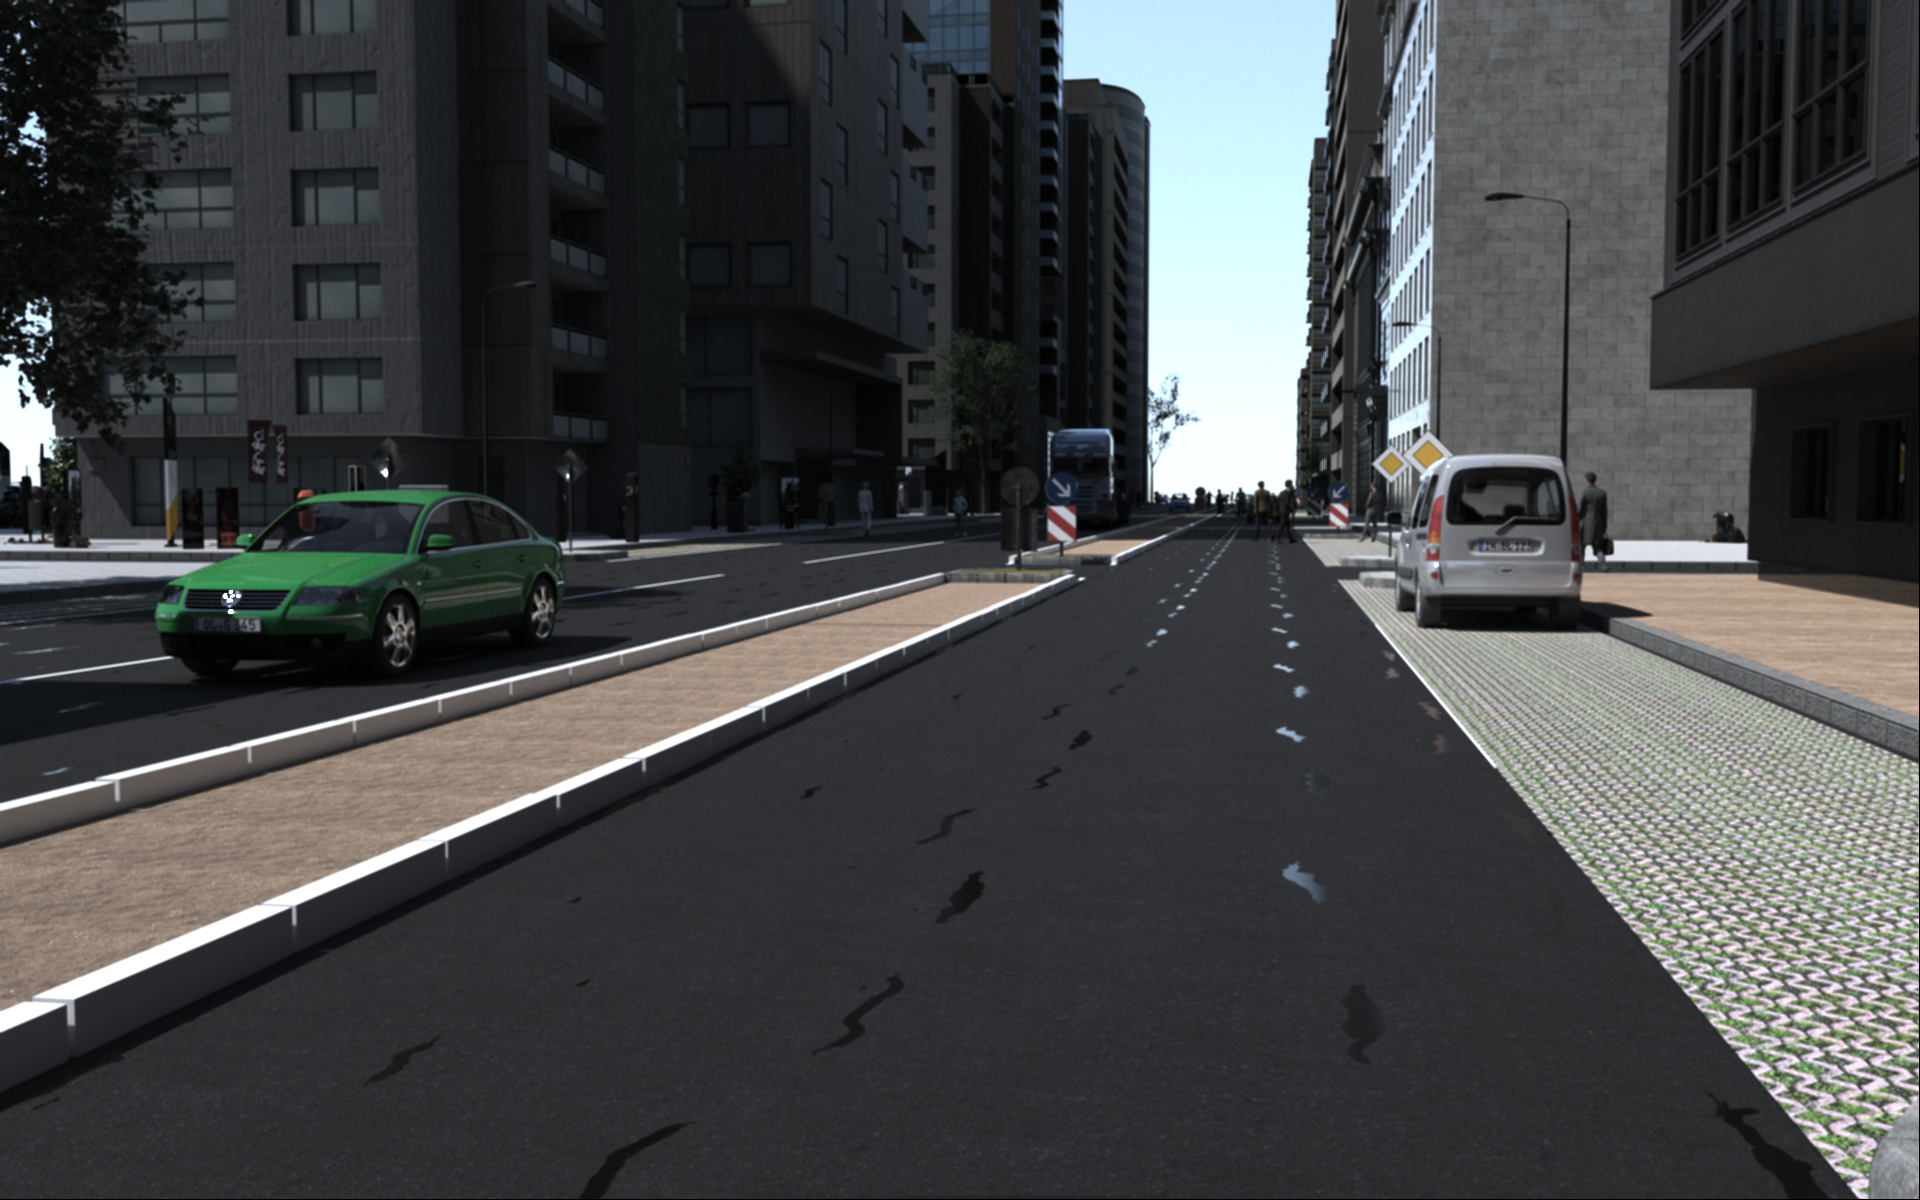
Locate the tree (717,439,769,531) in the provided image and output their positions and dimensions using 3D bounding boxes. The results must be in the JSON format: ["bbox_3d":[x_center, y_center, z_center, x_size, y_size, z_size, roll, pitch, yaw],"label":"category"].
[{"bbox_3d":[-7.760,-4.040,60.658,1.663,3.219,1.824,0,3,0],"label":"tree"}]

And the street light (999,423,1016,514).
[{"bbox_3d":[3.282,-8.631,113.650,1.470,5.913,1.316,1,4,10],"label":"street light"}]

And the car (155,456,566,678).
[{"bbox_3d":[-4.999,-0.380,15.006,1.959,1.807,4.718,1,4,10],"label":"car"}]

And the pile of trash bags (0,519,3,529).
[{"bbox_3d":[-35.571,-3.368,64.821,3.447,1.369,1.912,3,5,40],"label":"pile of trash bags"}]

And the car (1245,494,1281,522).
[{"bbox_3d":[15.653,-4.818,88.990,2.015,1.641,3.980,1,4,12],"label":"car"}]

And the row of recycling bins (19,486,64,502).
[{"bbox_3d":[-52.963,-5.701,100.317,1.069,1.692,3.534,0,4,5],"label":"row of recycling bins"}]

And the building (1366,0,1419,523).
[{"bbox_3d":[24.805,-17.566,73.113,13.634,28.700,20.117,1,4,10],"label":"building"}]

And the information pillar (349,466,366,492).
[{"bbox_3d":[-15.607,-2.471,44.896,0.304,2.012,0.304,2,4,35],"label":"information pillar"}]

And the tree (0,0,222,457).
[{"bbox_3d":[-14.132,-6.391,21.493,9.611,12.733,9.660,0,3,0],"label":"tree"}]

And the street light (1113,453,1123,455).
[{"bbox_3d":[17.723,-13.646,195.648,1.470,5.913,1.316,1,4,10],"label":"street light"}]

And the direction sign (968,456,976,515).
[{"bbox_3d":[0.744,-6.860,104.154,0.379,3.537,0.876,-2,4,-31],"label":"direction sign"}]

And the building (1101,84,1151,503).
[{"bbox_3d":[15.599,-43.171,247.848,21.231,58.520,28.212,1,4,10],"label":"building"}]

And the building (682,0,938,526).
[{"bbox_3d":[-16.730,-30.104,81.443,28.713,52.752,27.495,1,4,10],"label":"building"}]

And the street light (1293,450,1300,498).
[{"bbox_3d":[36.489,-12.942,184.137,1.470,5.913,1.316,1,4,10],"label":"street light"}]

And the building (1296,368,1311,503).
[{"bbox_3d":[62.817,-24.736,249.468,27.650,21.520,28.899,1,4,10],"label":"building"}]

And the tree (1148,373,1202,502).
[{"bbox_3d":[31.184,-25.246,268.662,12.611,20.169,13.585,0,3,0],"label":"tree"}]

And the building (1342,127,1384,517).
[{"bbox_3d":[28.403,-15.535,95.799,13.314,21.916,24.055,1,4,10],"label":"building"}]

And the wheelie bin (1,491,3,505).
[{"bbox_3d":[-38.736,-3.851,70.876,0.980,1.594,0.693,1,4,21],"label":"wheelie bin"}]

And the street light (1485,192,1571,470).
[{"bbox_3d":[8.764,-3.313,26.706,1.470,5.913,1.316,1,4,10],"label":"street light"}]

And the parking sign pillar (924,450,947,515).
[{"bbox_3d":[-1.492,-7.081,104.254,1.447,3.967,1.447,-1,4,-15],"label":"parking sign pillar"}]

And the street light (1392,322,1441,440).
[{"bbox_3d":[12.340,-4.537,46.727,1.470,5.913,1.316,1,4,10],"label":"street light"}]

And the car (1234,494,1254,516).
[{"bbox_3d":[18.928,-6.194,113.069,2.131,1.459,4.920,1,4,10],"label":"car"}]

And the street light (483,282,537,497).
[{"bbox_3d":[-9.933,-4.012,38.129,1.470,5.913,1.316,1,4,10],"label":"street light"}]

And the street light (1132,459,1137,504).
[{"bbox_3d":[23.174,-15.519,226.277,1.470,5.913,1.316,1,4,10],"label":"street light"}]

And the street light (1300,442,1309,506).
[{"bbox_3d":[31.121,-11.067,153.493,1.470,5.913,1.316,1,4,10],"label":"street light"}]

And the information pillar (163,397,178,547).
[{"bbox_3d":[-19.157,-3.100,42.036,0.183,3.616,0.504,0,3,0],"label":"information pillar"}]

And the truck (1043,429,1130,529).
[{"bbox_3d":[5.974,-5.360,77.387,2.967,4.110,18.799,1,4,8],"label":"truck"}]

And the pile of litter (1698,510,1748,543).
[{"bbox_3d":[20.386,-1.949,45.838,1.176,0.858,1.719,-1,4,-11],"label":"pile of litter"}]

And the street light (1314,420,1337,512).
[{"bbox_3d":[23.020,-8.286,108.024,1.470,5.913,1.316,1,4,10],"label":"street light"}]

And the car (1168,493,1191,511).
[{"bbox_3d":[18.850,-8.501,148.580,1.945,1.707,3.694,1,4,8],"label":"car"}]

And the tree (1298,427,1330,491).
[{"bbox_3d":[39.347,-14.773,191.908,4.360,8.622,3.978,0,3,0],"label":"tree"}]

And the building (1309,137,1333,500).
[{"bbox_3d":[47.748,-31.609,200.405,14.154,41.232,14.086,1,4,10],"label":"building"}]

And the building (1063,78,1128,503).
[{"bbox_3d":[8.583,-35.711,207.571,21.300,48.544,21.600,1,4,10],"label":"building"}]

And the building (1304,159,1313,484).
[{"bbox_3d":[55.418,-34.628,220.786,22.147,44.769,28.867,1,4,10],"label":"building"}]

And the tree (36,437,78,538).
[{"bbox_3d":[-26.398,-3.452,51.044,1.663,3.219,1.824,0,3,0],"label":"tree"}]

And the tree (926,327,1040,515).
[{"bbox_3d":[1.412,-11.197,108.822,9.928,11.665,9.643,0,3,0],"label":"tree"}]

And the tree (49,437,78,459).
[{"bbox_3d":[-36.649,-5.486,73.417,4.285,4.588,4.351,0,3,0],"label":"tree"}]

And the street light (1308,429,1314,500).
[{"bbox_3d":[25.673,-9.194,122.864,1.470,5.913,1.316,1,4,10],"label":"street light"}]

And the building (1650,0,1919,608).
[{"bbox_3d":[15.088,-13.387,12.390,14.314,27.812,24.014,1,4,10],"label":"building"}]

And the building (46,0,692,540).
[{"bbox_3d":[-17.290,-22.576,52.715,14.154,41.232,14.086,1,4,10],"label":"building"}]

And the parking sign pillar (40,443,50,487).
[{"bbox_3d":[-48.728,-6.348,92.258,1.447,3.967,1.447,-2,4,-31],"label":"parking sign pillar"}]

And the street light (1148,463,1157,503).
[{"bbox_3d":[28.532,-17.393,256.922,1.470,5.913,1.316,1,4,10],"label":"street light"}]

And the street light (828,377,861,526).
[{"bbox_3d":[-4.593,-5.886,68.778,1.470,5.913,1.316,1,4,10],"label":"street light"}]

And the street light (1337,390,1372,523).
[{"bbox_3d":[17.699,-6.412,77.372,1.470,5.913,1.316,1,4,10],"label":"street light"}]

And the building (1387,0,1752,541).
[{"bbox_3d":[19.719,-12.274,55.433,10.420,20.320,16.860,1,4,10],"label":"building"}]

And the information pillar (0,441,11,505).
[{"bbox_3d":[-42.339,-5.227,76.813,0.183,3.616,0.504,1,4,20],"label":"information pillar"}]

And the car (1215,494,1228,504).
[{"bbox_3d":[39.239,-15.350,259.762,1.959,1.807,4.718,1,4,9],"label":"car"}]

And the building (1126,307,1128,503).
[{"bbox_3d":[14.296,-27.785,225.978,14.160,30.474,14.107,1,4,10],"label":"building"}]

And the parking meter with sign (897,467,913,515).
[{"bbox_3d":[-3.591,-6.909,109.229,0.543,3.016,1.738,2,4,24],"label":"parking meter with sign"}]

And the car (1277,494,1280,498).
[{"bbox_3d":[46.308,-14.671,248.674,1.959,1.807,4.718,1,4,10],"label":"car"}]

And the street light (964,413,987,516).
[{"bbox_3d":[0.832,-7.760,99.411,1.470,5.913,1.316,1,4,10],"label":"street light"}]

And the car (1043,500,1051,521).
[{"bbox_3d":[5.463,-5.013,92.182,2.015,1.641,3.980,1,4,9],"label":"car"}]

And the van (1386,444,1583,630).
[{"bbox_3d":[5.917,-0.775,19.678,2.013,2.044,4.112,1,4,10],"label":"van"}]

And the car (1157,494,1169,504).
[{"bbox_3d":[29.666,-14.947,253.967,1.945,1.707,3.694,1,4,12],"label":"car"}]

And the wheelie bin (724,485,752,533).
[{"bbox_3d":[-7.427,-3.052,57.812,0.980,1.594,0.693,0,4,4],"label":"wheelie bin"}]

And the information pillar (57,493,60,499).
[{"bbox_3d":[-49.072,-5.484,94.148,0.304,2.012,0.304,-2,4,-25],"label":"information pillar"}]

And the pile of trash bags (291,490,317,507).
[{"bbox_3d":[-35.417,-4.973,91.062,1.912,1.369,3.447,1,4,12],"label":"pile of trash bags"}]

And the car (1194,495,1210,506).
[{"bbox_3d":[29.480,-12.098,210.168,2.083,1.381,4.827,1,4,11],"label":"car"}]
